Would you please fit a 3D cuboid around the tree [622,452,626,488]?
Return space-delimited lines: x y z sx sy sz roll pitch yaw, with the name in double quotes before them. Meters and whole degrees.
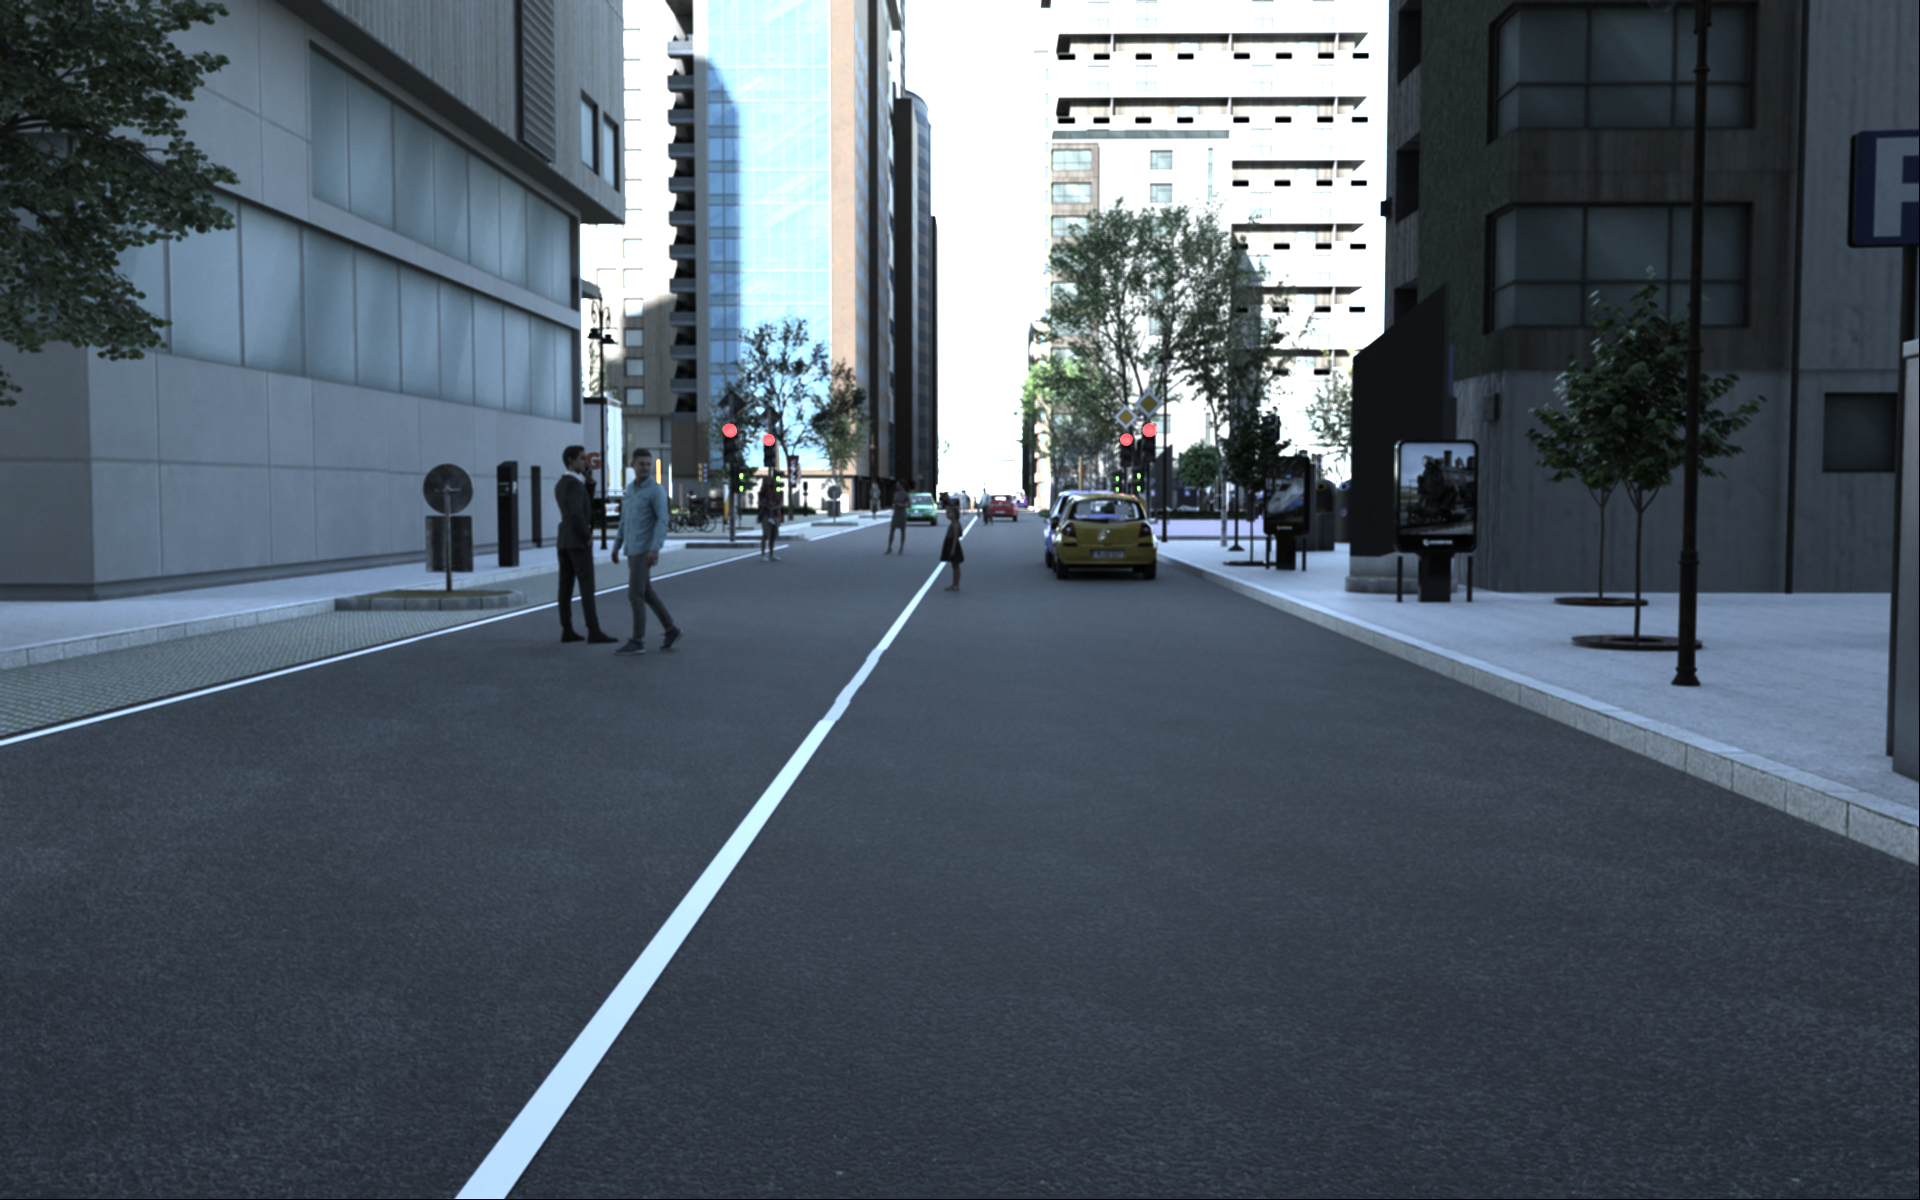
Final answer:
"tree" -23.008 -8.025 114.914 4.285 4.588 4.351 0 3 0

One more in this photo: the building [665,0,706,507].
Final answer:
"building" -14.584 -29.749 136.505 14.600 45.320 14.200 0 4 1

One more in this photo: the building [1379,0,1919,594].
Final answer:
"building" 14.194 -15.696 28.325 14.160 30.474 14.107 0 4 1

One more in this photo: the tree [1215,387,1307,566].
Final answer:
"tree" 5.410 -2.241 31.249 1.663 3.219 1.824 0 3 0

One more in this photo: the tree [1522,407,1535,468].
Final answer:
"tree" 7.370 -1.566 20.210 1.663 3.219 1.824 0 3 0

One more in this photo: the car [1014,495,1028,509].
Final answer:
"car" 5.618 -9.403 166.312 1.945 1.354 3.894 0 4 0

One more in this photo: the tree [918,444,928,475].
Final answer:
"tree" -6.182 -15.527 204.227 4.360 8.622 3.978 0 3 0

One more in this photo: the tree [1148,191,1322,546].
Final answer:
"tree" 6.506 -5.611 42.101 4.360 8.622 3.978 0 3 0

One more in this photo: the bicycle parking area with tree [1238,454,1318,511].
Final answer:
"bicycle parking area with tree" 23.232 -8.449 125.135 8.231 4.147 9.016 1 4 16

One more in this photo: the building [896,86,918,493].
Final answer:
"building" -11.885 -33.179 192.585 14.600 45.320 14.200 0 4 1

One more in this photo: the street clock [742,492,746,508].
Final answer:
"street clock" -16.207 -7.670 129.970 0.358 2.002 0.471 -1 4 -11

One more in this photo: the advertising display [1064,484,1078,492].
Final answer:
"advertising display" 7.448 -6.809 116.545 0.974 1.923 0.123 -1 4 -14

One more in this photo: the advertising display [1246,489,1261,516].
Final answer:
"advertising display" 15.116 -5.106 88.700 0.974 1.923 0.123 -1 4 -17

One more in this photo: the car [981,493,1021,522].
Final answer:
"car" 2.144 -5.054 91.681 2.155 1.783 4.494 0 4 2

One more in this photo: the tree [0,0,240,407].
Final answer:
"tree" -9.895 -5.843 13.664 7.486 12.596 7.792 0 3 0

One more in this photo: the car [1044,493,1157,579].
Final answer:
"car" 2.508 -1.249 30.643 2.015 1.641 3.980 0 4 2

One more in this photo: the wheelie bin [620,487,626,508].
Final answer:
"wheelie bin" -14.203 -4.088 74.742 0.980 1.594 0.693 3 4 38

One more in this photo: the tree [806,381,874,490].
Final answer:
"tree" -7.654 -9.771 110.126 4.737 8.622 4.395 0 3 0

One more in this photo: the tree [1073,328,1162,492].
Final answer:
"tree" 6.891 -7.770 77.403 4.737 8.622 4.395 0 3 0

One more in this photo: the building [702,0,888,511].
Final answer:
"building" -13.557 -30.615 150.661 14.600 45.320 14.200 0 4 1

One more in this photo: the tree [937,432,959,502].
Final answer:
"tree" -3.974 -22.240 289.383 9.928 11.665 9.643 0 3 0

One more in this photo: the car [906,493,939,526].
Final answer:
"car" -1.945 -4.318 79.388 1.959 1.807 4.718 0 3 0

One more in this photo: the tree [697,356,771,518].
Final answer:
"tree" -11.981 -8.668 92.092 4.360 8.622 3.978 0 3 0

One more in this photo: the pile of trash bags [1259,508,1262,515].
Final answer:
"pile of trash bags" 19.106 -5.826 105.004 3.447 1.369 1.912 1 4 13

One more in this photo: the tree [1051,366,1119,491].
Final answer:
"tree" 7.466 -9.072 98.682 4.360 8.622 3.978 0 3 0

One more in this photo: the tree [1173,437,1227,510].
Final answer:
"tree" 13.615 -6.936 97.125 4.285 4.588 4.351 0 3 0

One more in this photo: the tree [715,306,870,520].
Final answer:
"tree" -8.211 -9.223 85.212 8.767 10.594 7.601 1 4 15

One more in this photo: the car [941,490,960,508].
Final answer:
"car" -0.813 -10.222 175.799 2.281 1.827 5.304 0 3 0

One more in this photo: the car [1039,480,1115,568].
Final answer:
"car" 2.566 -1.554 35.004 1.945 1.707 3.694 0 4 2

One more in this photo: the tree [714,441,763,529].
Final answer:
"tree" -8.015 -4.202 63.311 1.663 3.219 1.824 0 3 0

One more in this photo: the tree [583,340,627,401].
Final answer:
"tree" -17.626 -7.928 79.984 4.737 8.622 4.395 0 3 0

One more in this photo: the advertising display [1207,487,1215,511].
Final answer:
"advertising display" 16.894 -6.785 116.151 0.123 1.923 0.974 -2 4 -31

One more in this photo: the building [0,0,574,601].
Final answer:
"building" -22.323 -27.152 33.181 27.495 52.752 28.713 0 4 1

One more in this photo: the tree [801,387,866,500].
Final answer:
"tree" -8.251 -10.132 116.023 4.360 8.622 3.978 0 3 0

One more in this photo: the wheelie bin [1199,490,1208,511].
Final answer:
"wheelie bin" 17.828 -7.285 127.013 0.980 1.594 0.693 -2 4 -32

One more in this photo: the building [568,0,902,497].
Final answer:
"building" -20.608 -35.605 171.380 28.713 52.752 27.495 0 4 1

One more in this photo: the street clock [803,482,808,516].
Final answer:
"street clock" -8.931 -5.844 100.112 0.358 2.002 0.471 0 4 0

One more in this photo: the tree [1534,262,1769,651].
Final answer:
"tree" 5.851 -1.218 14.515 1.663 3.219 1.824 0 3 0

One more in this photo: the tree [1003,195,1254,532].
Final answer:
"tree" 6.136 -8.167 59.286 9.928 11.665 9.643 0 3 0

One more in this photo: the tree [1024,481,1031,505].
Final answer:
"tree" 8.596 -13.375 213.288 1.663 3.219 1.824 0 3 0

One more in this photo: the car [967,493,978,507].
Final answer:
"car" 1.025 -10.801 186.191 1.945 1.707 3.694 0 4 1

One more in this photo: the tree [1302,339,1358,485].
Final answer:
"tree" 18.264 -8.112 82.994 4.737 8.622 4.395 0 3 0

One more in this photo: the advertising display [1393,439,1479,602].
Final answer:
"advertising display" 5.636 -0.937 20.530 0.974 1.923 0.123 0 4 -4

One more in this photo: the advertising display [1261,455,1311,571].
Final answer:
"advertising display" 5.519 -1.472 29.284 0.123 1.923 0.974 -2 4 -35
